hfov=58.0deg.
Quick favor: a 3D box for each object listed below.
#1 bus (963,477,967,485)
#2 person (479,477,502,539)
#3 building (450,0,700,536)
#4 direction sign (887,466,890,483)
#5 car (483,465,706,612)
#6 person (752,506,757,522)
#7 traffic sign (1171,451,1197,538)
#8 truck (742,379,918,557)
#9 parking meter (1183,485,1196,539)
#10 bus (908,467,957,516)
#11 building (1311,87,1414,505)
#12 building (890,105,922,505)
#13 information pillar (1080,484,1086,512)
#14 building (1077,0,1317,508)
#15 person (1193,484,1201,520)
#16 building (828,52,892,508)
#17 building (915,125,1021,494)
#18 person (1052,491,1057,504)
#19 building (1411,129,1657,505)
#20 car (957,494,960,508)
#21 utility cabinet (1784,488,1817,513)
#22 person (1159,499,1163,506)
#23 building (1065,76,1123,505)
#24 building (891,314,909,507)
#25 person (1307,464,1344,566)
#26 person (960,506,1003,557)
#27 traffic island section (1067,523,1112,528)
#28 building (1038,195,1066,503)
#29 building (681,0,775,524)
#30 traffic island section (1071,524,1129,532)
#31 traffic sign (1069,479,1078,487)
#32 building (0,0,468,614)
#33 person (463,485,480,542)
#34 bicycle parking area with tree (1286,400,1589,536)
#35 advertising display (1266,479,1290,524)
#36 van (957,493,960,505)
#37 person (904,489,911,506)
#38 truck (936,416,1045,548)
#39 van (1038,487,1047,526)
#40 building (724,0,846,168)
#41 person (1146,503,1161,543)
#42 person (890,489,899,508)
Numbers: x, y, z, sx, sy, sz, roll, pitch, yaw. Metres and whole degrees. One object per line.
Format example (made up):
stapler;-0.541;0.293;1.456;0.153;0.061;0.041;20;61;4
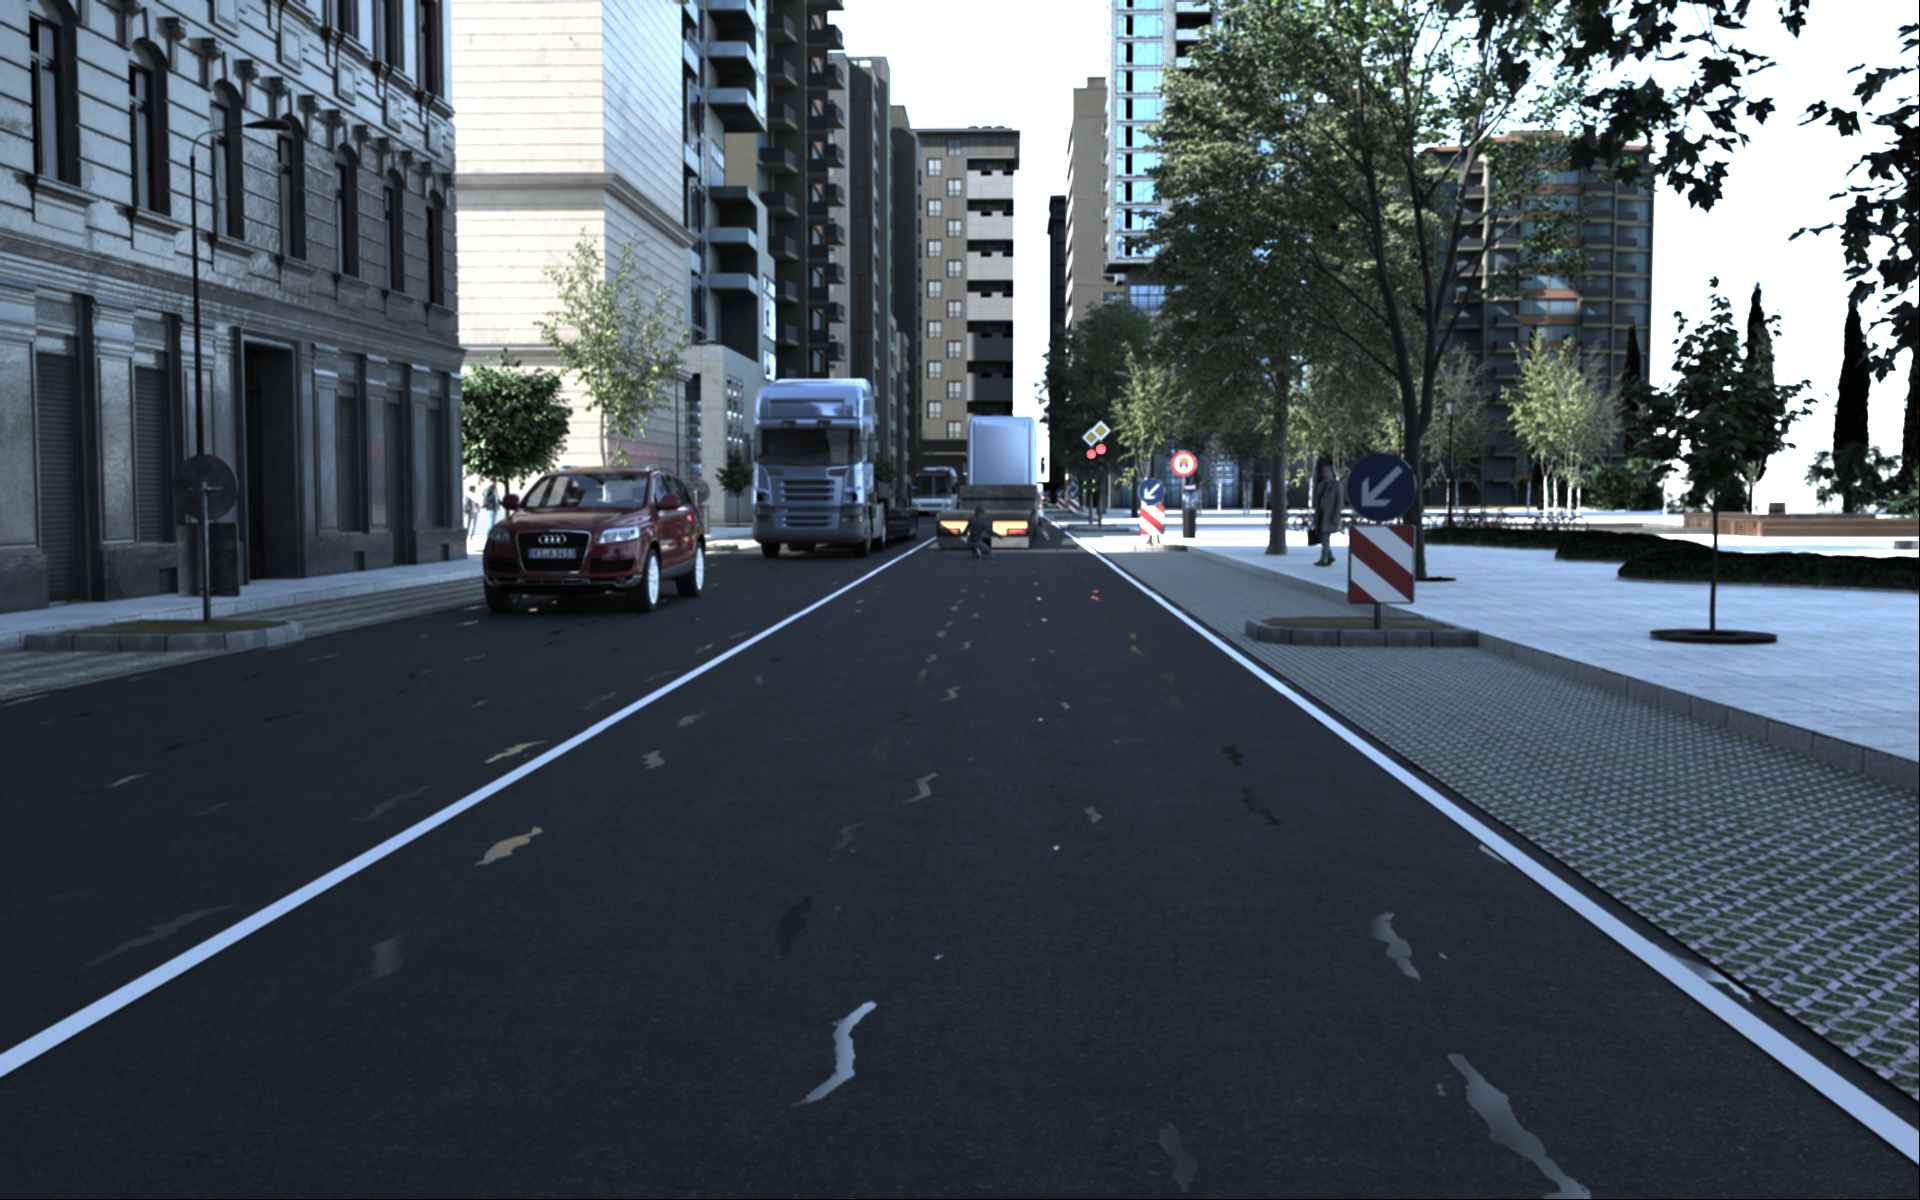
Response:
bus;1.986;-13.702;215.568;2.896;3.916;12.252;0;4;2
person;-13.073;-2.571;48.420;0.721;1.781;0.623;0;4;-2
building;-21.452;-16.568;58.273;23.554;28.519;14.401;0;4;2
direction sign;-5.815;-9.091;140.628;0.379;3.537;0.876;1;4;9
car;-4.685;-0.864;22.792;2.281;1.827;5.304;0;4;2
person;-8.958;-4.371;77.361;0.661;1.843;0.795;2;4;31
traffic sign;6.586;-3.114;51.013;0.768;2.556;0.104;1;4;9
truck;-2.967;-3.463;46.373;2.967;4.110;18.799;0;4;2
parking meter;6.636;-2.547;50.056;0.372;1.533;0.369;0;3;0
bus;-1.663;-7.363;115.249;2.948;3.499;13.247;0;4;2
building;43.533;-35.935;211.242;21.600;48.544;21.300;0;4;2
building;-15.708;-36.044;213.021;21.600;48.544;21.300;0;4;2
information pillar;8.828;-7.309;123.997;0.304;2.012;0.304;-2;4;-30
building;23.271;-52.466;170.493;22.319;86.520;31.000;0;4;2
person;11.467;-4.789;84.683;0.601;1.785;0.444;1;4;12
building;-13.713;-28.959;157.074;14.154;41.232;14.086;0;4;2
building;-3.031;-40.238;247.126;27.495;52.752;28.713;0;4;2
person;12.206;-13.079;220.603;1.217;1.735;0.721;-3;5;-40
building;69.629;-34.021;210.863;28.867;44.769;22.147;0;4;2
car;0.421;-10.059;174.247;2.009;1.686;4.222;0;4;0
utility cabinet;32.088;-3.517;66.176;1.173;1.500;0.318;-1;4;-10
person;13.844;-6.920;119.524;0.599;1.781;0.374;-1;4;-22
building;23.101;-35.120;197.921;21.300;48.544;21.600;0;4;2
building;-19.989;-20.475;179.804;27.650;21.520;28.899;0;4;2
person;6.489;-1.508;30.795;0.767;1.812;0.694;-3;4;-36
person;0.371;-1.559;39.483;1.012;1.151;0.738;2;4;31
traffic island section;5.618;-3.171;74.123;2.009;0.180;2.903;0;4;2
building;25.084;-36.054;244.104;28.867;44.769;22.147;0;4;2
building;-20.914;-47.449;88.469;22.319;86.520;31.000;0;4;2
traffic island section;5.373;-2.683;66.142;2.009;0.180;2.903;0;4;2
traffic sign;9.442;-8.790;143.824;0.768;2.556;0.104;0;4;7
building;-14.703;-10.748;24.887;9.793;20.994;18.267;0;4;2
person;-13.139;-2.311;46.428;0.503;1.515;0.523;-2;4;-23
bicycle parking area with tree;15.018;-4.188;55.472;9.016;4.147;8.231;1;4;11
advertising display;13.428;-4.159;73.216;0.974;1.923;0.123;0;4;8
van;0.909;-9.205;154.884;2.240;2.365;5.245;0;4;1
person;-5.118;-10.556;178.618;1.348;1.826;0.705;2;4;33
truck;1.117;-3.918;53.814;2.967;4.110;18.799;0;4;3
van;3.005;-4.454;79.841;2.013;2.044;4.112;0;4;3
building;-20.204;-28.988;128.579;22.147;44.769;28.867;0;4;2
person;5.291;-2.114;47.335;0.475;1.303;0.640;3;5;44
person;-5.904;-9.491;161.908;1.217;1.739;0.721;0;4;0
